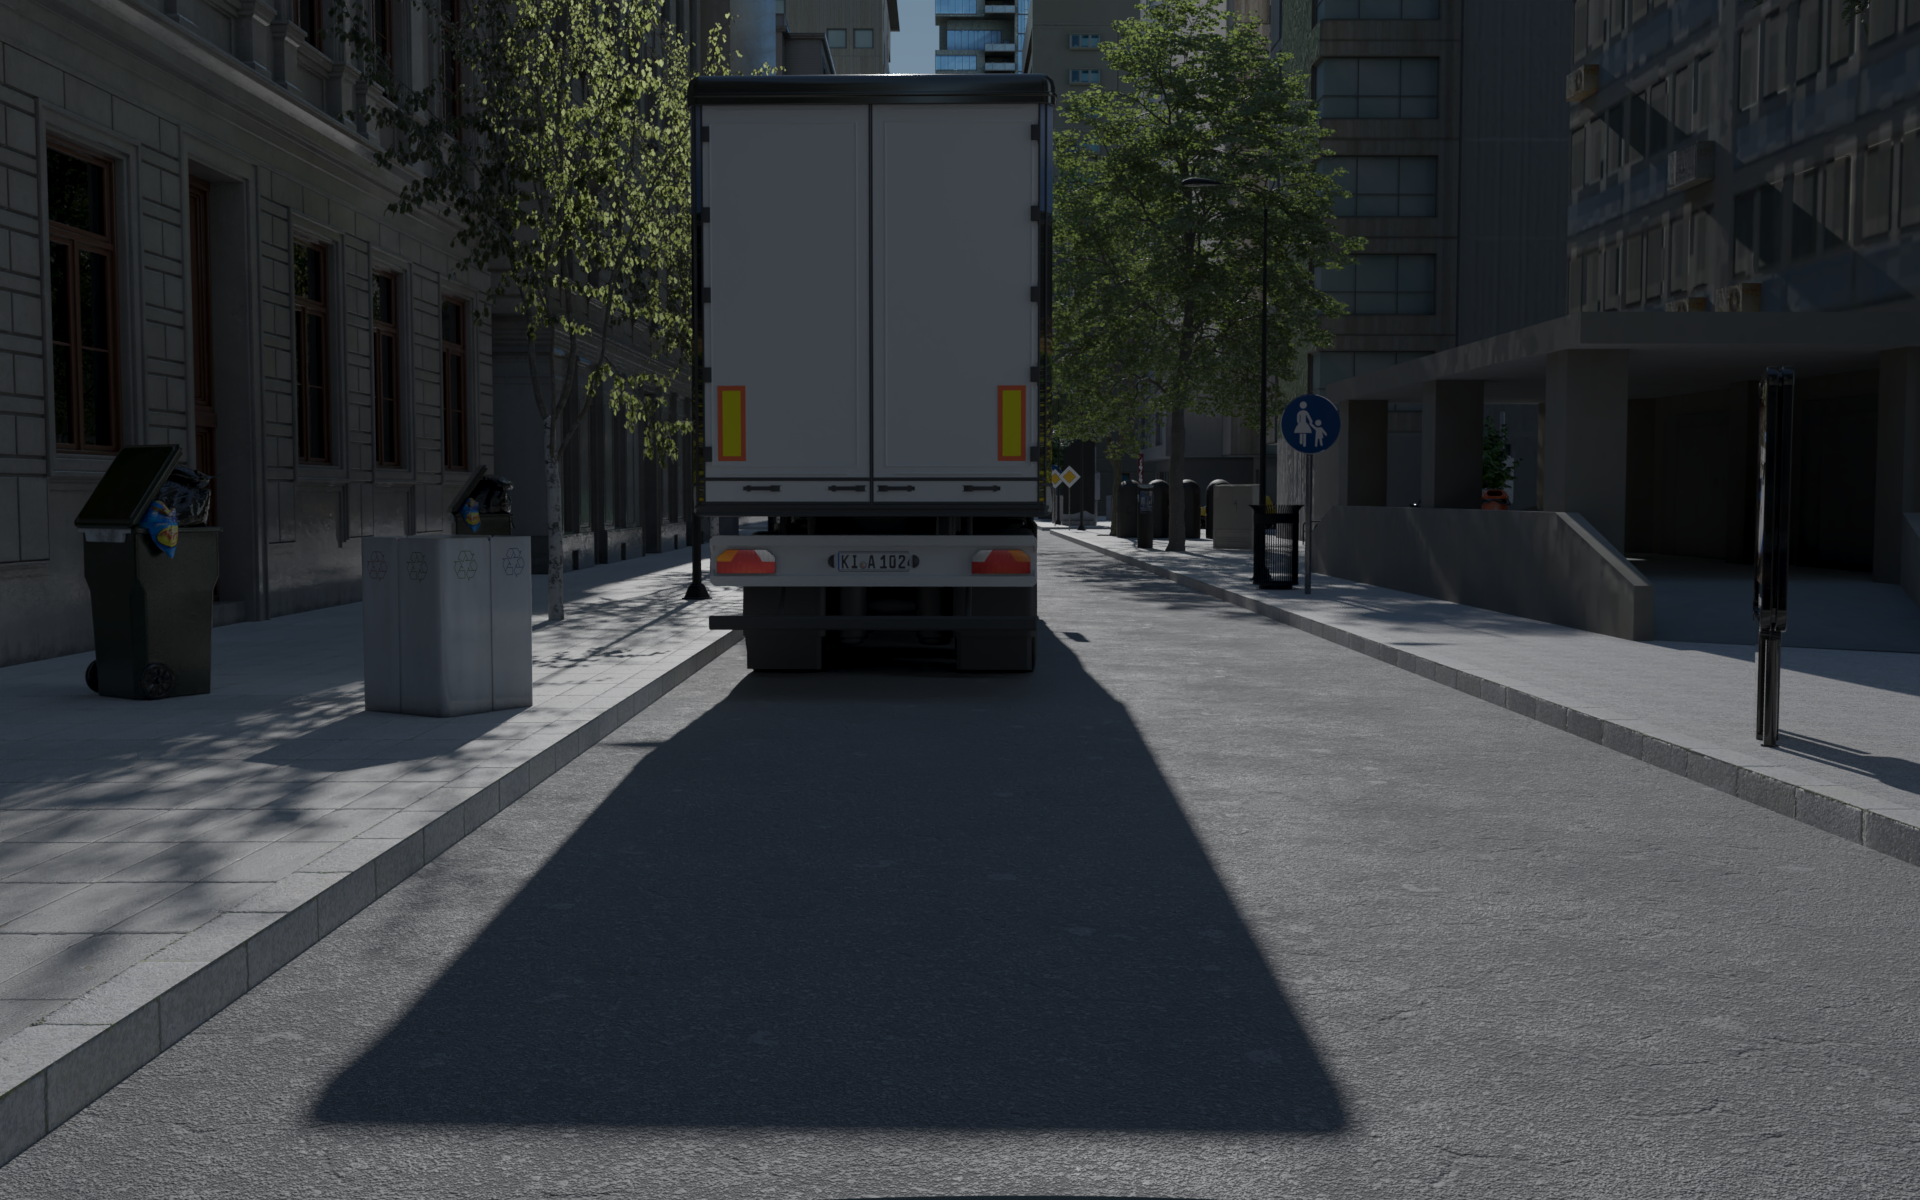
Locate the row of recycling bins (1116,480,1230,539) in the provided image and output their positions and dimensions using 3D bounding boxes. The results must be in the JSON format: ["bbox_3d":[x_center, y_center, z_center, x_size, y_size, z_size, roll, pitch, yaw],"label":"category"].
[{"bbox_3d":[6.223,-2.642,50.314,3.534,1.692,1.069,2,4,24],"label":"row of recycling bins"}]

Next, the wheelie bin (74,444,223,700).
[{"bbox_3d":[-5.173,-0.194,11.079,0.980,1.594,0.693,2,4,34],"label":"wheelie bin"}]

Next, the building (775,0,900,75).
[{"bbox_3d":[-20.552,-35.600,171.296,28.713,52.752,27.495,0,4,0],"label":"building"}]

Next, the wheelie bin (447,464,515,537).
[{"bbox_3d":[-5.166,-0.662,18.726,0.693,1.594,0.980,-1,4,-21],"label":"wheelie bin"}]

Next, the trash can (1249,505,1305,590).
[{"bbox_3d":[4.267,-0.718,23.385,0.748,1.137,0.748,0,3,0],"label":"trash can"}]

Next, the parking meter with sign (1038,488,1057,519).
[{"bbox_3d":[4.754,-5.662,88.829,1.738,3.016,0.543,3,5,42],"label":"parking meter with sign"}]

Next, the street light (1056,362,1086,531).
[{"bbox_3d":[3.744,-5.403,60.887,1.470,5.913,1.316,0,4,0],"label":"street light"}]

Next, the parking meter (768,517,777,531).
[{"bbox_3d":[-4.656,-2.153,43.608,0.372,1.533,0.369,0,3,0],"label":"parking meter"}]

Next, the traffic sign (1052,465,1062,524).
[{"bbox_3d":[4.059,-4.606,75.409,0.768,2.556,0.104,1,4,9],"label":"traffic sign"}]

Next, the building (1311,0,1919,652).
[{"bbox_3d":[21.923,-20.125,20.932,32.217,40.220,23.993,0,4,0],"label":"building"}]

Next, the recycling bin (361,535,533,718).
[{"bbox_3d":[-3.061,0.134,10.358,0.722,1.027,0.722,2,4,32],"label":"recycling bin"}]

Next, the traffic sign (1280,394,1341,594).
[{"bbox_3d":[4.456,-1.346,22.111,0.768,2.556,0.104,0,4,2],"label":"traffic sign"}]

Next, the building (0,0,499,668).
[{"bbox_3d":[-12.061,-11.000,16.006,11.583,22.565,21.152,0,4,0],"label":"building"}]

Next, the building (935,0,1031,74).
[{"bbox_3d":[8.269,-56.638,238.700,31.000,86.520,22.319,0,4,0],"label":"building"}]

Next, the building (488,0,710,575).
[{"bbox_3d":[-11.170,-11.417,35.814,9.793,20.994,18.267,0,4,0],"label":"building"}]

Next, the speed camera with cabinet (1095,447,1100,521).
[{"bbox_3d":[5.215,-4.806,72.909,0.660,3.252,2.038,-1,4,-20],"label":"speed camera with cabinet"}]

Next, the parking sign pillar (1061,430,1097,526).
[{"bbox_3d":[4.867,-5.036,70.810,1.447,3.967,1.447,0,4,5],"label":"parking sign pillar"}]

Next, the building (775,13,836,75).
[{"bbox_3d":[-12.797,-16.285,85.323,14.314,24.678,30.058,0,4,0],"label":"building"}]

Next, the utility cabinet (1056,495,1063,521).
[{"bbox_3d":[4.571,-4.135,78.772,0.306,1.237,1.020,-1,4,-9],"label":"utility cabinet"}]

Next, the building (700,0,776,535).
[{"bbox_3d":[-15.695,-16.271,51.934,20.117,28.700,13.634,0,4,0],"label":"building"}]

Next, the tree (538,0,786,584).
[{"bbox_3d":[-3.951,-4.711,27.391,4.360,8.622,3.978,0,3,0],"label":"tree"}]

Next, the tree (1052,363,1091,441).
[{"bbox_3d":[5.224,-8.806,94.345,4.737,8.622,4.395,0,3,0],"label":"tree"}]

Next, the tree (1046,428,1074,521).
[{"bbox_3d":[4.711,-6.155,84.356,4.285,4.588,4.351,0,3,0],"label":"tree"}]

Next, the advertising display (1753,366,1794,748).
[{"bbox_3d":[4.275,-0.240,9.133,0.123,1.923,0.974,1,4,22],"label":"advertising display"}]

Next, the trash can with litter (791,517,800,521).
[{"bbox_3d":[-4.624,-2.083,45.443,1.055,1.170,0.624,-1,4,-13],"label":"trash can with litter"}]

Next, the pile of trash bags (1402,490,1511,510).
[{"bbox_3d":[9.586,-1.596,35.852,3.447,1.369,1.912,1,4,17],"label":"pile of trash bags"}]

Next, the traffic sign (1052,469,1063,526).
[{"bbox_3d":[3.782,-3.993,68.923,0.795,2.450,0.064,0,4,0],"label":"traffic sign"}]

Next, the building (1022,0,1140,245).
[{"bbox_3d":[16.856,-32.925,162.031,21.300,48.544,21.600,0,4,0],"label":"building"}]

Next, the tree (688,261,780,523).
[{"bbox_3d":[-3.779,-5.257,36.309,4.737,8.622,4.395,0,3,0],"label":"tree"}]

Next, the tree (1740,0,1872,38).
[{"bbox_3d":[4.805,-4.302,4.745,8.767,10.594,7.601,0,4,5],"label":"tree"}]

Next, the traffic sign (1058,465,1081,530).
[{"bbox_3d":[3.846,-3.504,60.938,0.795,2.450,0.064,0,4,0],"label":"traffic sign"}]

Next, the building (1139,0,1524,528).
[{"bbox_3d":[15.658,-24.079,77.291,14.086,41.232,14.154,0,4,0],"label":"building"}]

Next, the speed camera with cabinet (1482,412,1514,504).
[{"bbox_3d":[12.649,-2.942,42.437,0.660,3.252,2.038,-2,4,-23],"label":"speed camera with cabinet"}]

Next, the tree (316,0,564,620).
[{"bbox_3d":[-4.081,-4.086,17.162,4.360,8.622,3.978,0,3,0],"label":"tree"}]

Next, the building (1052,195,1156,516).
[{"bbox_3d":[20.461,-16.493,114.706,27.650,21.520,28.899,0,4,0],"label":"building"}]

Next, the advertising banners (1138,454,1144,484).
[{"bbox_3d":[8.122,-4.786,74.440,0.090,3.025,2.074,-1,4,-22],"label":"advertising banners"}]

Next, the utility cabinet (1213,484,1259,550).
[{"bbox_3d":[6.317,-1.892,39.608,0.318,1.500,1.173,-3,4,-39],"label":"utility cabinet"}]

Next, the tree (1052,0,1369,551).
[{"bbox_3d":[5.295,-7.368,38.598,7.486,12.596,7.792,0,3,0],"label":"tree"}]

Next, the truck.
[{"bbox_3d":[-0.449,-1.731,17.216,2.839,4.237,11.283,0,4,2],"label":"truck"}]

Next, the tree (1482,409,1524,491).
[{"bbox_3d":[11.991,-2.715,38.994,1.663,3.219,1.824,0,3,0],"label":"tree"}]

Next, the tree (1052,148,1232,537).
[{"bbox_3d":[4.686,-7.750,52.461,9.928,11.665,9.643,0,3,0],"label":"tree"}]

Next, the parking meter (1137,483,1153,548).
[{"bbox_3d":[4.398,-1.999,41.087,0.372,1.533,0.369,0,3,0],"label":"parking meter"}]

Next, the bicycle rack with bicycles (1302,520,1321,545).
[{"bbox_3d":[9.833,-1.804,42.884,2.925,0.926,2.852,0,4,-6],"label":"bicycle rack with bicycles"}]

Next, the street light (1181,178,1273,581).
[{"bbox_3d":[3.951,-3.246,25.611,1.470,5.913,1.316,0,4,0],"label":"street light"}]

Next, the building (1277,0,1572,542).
[{"bbox_3d":[16.256,-22.479,51.127,14.154,41.232,14.086,0,4,0],"label":"building"}]

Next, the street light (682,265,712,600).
[{"bbox_3d":[-2.669,-2.962,20.965,1.470,5.913,1.316,0,4,0],"label":"street light"}]

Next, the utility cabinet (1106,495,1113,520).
[{"bbox_3d":[7.413,-4.505,84.813,0.306,1.237,1.020,1,4,20],"label":"utility cabinet"}]

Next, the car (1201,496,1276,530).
[{"bbox_3d":[10.250,-3.409,65.964,3.980,1.641,2.015,0,4,0],"label":"car"}]
